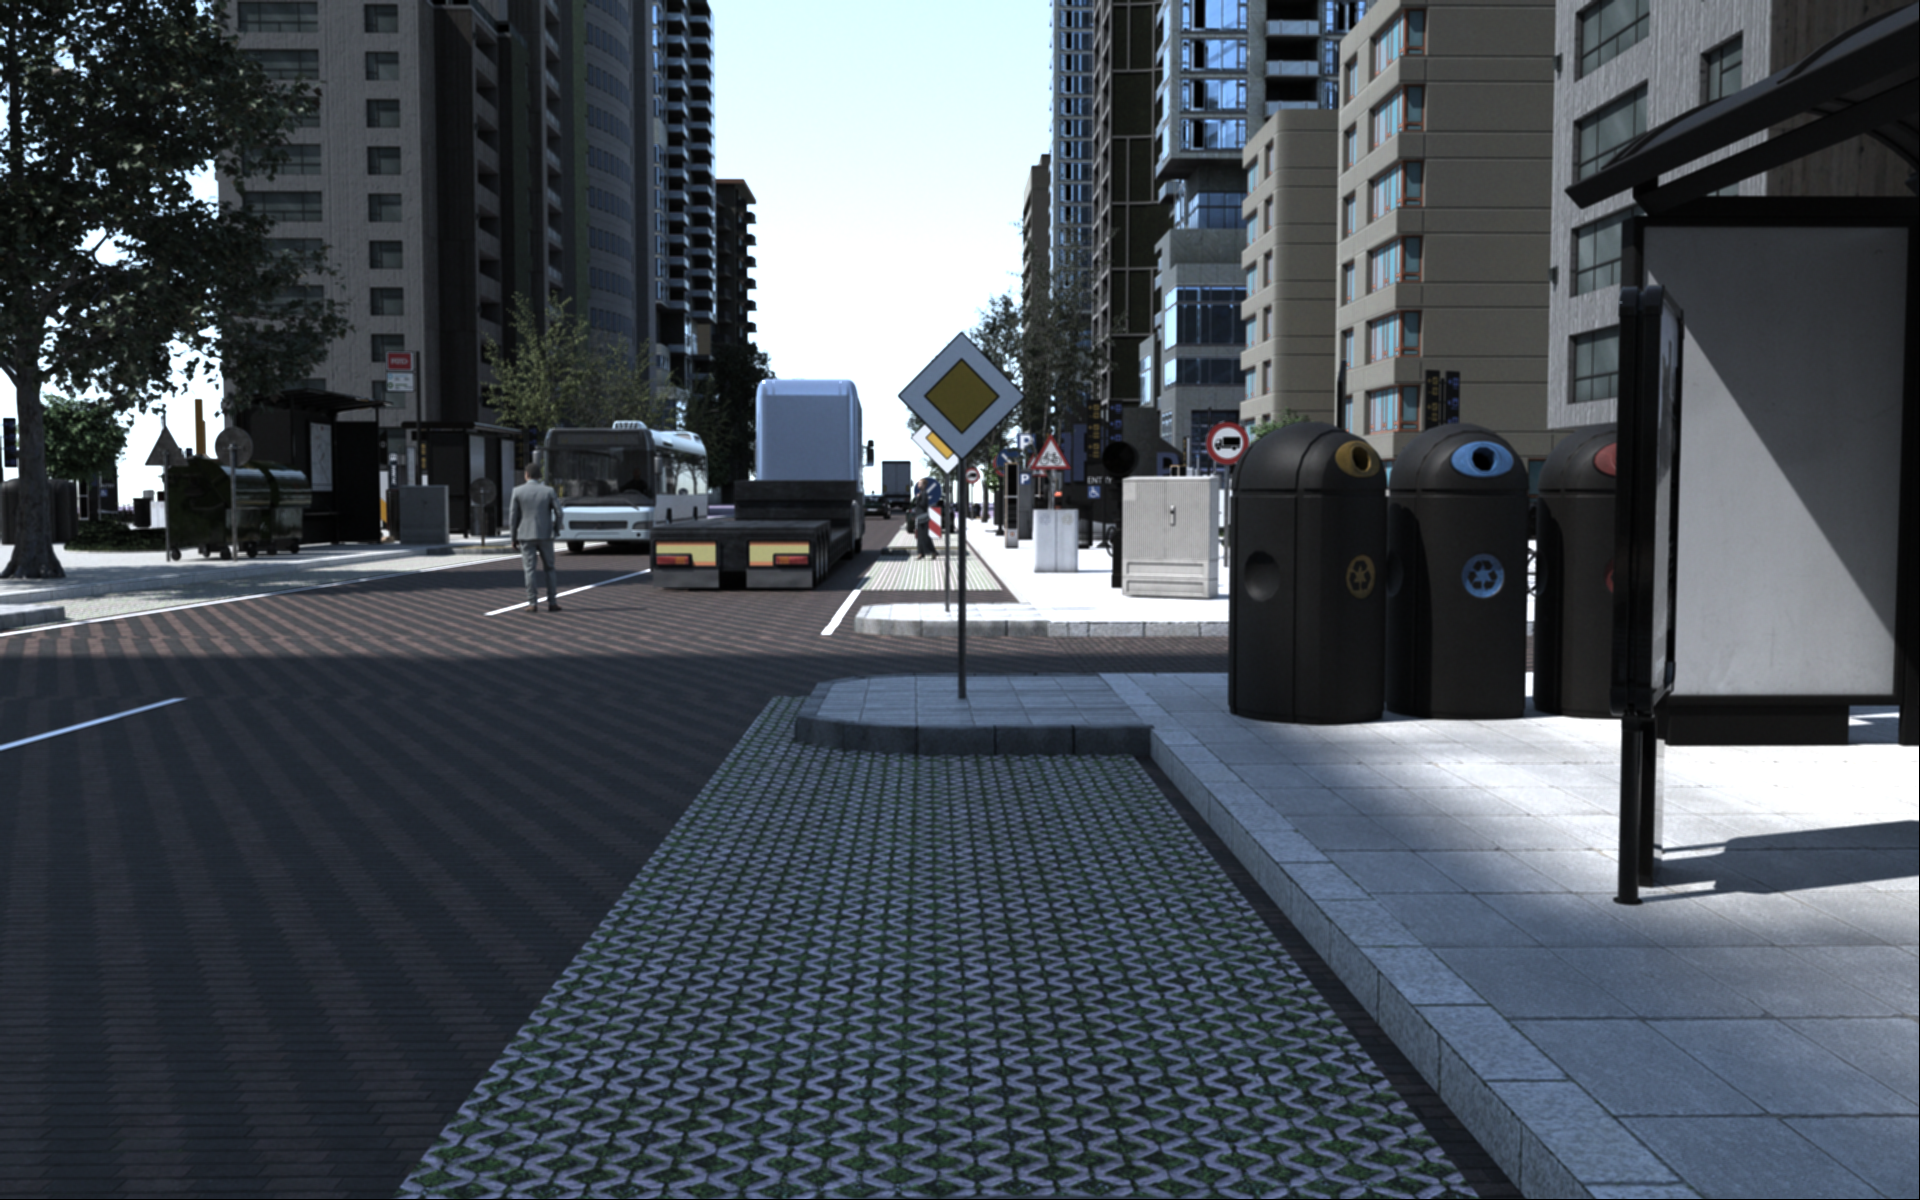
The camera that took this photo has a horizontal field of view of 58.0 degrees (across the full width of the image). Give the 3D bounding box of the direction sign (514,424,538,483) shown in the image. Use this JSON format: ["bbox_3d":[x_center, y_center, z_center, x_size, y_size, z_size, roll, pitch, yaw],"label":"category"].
[{"bbox_3d":[-14.145,-3.946,56.520,0.379,3.537,0.876,3,5,40],"label":"direction sign"}]

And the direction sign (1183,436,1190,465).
[{"bbox_3d":[8.884,-4.650,68.027,0.379,3.537,0.876,0,4,-7],"label":"direction sign"}]

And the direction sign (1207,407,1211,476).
[{"bbox_3d":[6.532,-3.270,45.461,0.379,3.537,0.876,0,4,4],"label":"direction sign"}]

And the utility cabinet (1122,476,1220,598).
[{"bbox_3d":[2.586,-0.775,21.353,1.173,1.500,0.318,2,4,32],"label":"utility cabinet"}]

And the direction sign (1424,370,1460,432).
[{"bbox_3d":[8.857,-2.440,31.883,0.876,3.537,0.379,-2,4,-32],"label":"direction sign"}]

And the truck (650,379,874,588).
[{"bbox_3d":[-3.484,-2.749,34.700,2.967,4.110,18.799,0,4,-1],"label":"truck"}]

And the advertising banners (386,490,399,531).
[{"bbox_3d":[-19.842,-3.945,60.695,2.074,3.025,0.090,0,4,1],"label":"advertising banners"}]

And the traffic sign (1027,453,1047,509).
[{"bbox_3d":[2.299,-3.286,53.724,0.884,2.594,0.081,0,4,0],"label":"traffic sign"}]

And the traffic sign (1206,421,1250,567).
[{"bbox_3d":[4.661,-1.845,30.264,0.768,2.556,0.104,0,4,-1],"label":"traffic sign"}]

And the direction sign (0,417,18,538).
[{"bbox_3d":[-28.351,-3.622,51.212,0.876,3.537,0.379,-1,4,-19],"label":"direction sign"}]

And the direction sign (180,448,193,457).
[{"bbox_3d":[-37.775,-5.652,84.403,0.379,3.537,0.876,3,4,37],"label":"direction sign"}]

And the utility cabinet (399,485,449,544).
[{"bbox_3d":[-13.611,-2.160,43.991,1.173,1.500,0.318,0,4,1],"label":"utility cabinet"}]

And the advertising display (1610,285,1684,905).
[{"bbox_3d":[2.287,-0.034,5.764,0.123,1.923,0.974,2,4,26],"label":"advertising display"}]

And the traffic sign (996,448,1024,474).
[{"bbox_3d":[1.365,-2.902,47.561,0.768,2.556,0.104,0,4,7],"label":"traffic sign"}]

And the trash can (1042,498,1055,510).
[{"bbox_3d":[3.319,-2.896,58.997,0.748,1.137,0.748,0,3,0],"label":"trash can"}]

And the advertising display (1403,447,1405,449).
[{"bbox_3d":[6.280,-1.165,24.264,0.123,1.923,0.974,1,4,18],"label":"advertising display"}]

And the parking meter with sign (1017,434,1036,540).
[{"bbox_3d":[1.841,-3.242,49.270,0.543,3.016,1.738,0,4,5],"label":"parking meter with sign"}]

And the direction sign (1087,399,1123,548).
[{"bbox_3d":[3.464,-3.031,41.548,0.876,3.537,0.379,-1,4,-10],"label":"direction sign"}]

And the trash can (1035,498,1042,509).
[{"bbox_3d":[3.092,-3.124,62.727,0.748,1.137,0.748,0,3,0],"label":"trash can"}]

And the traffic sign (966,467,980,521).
[{"bbox_3d":[0.575,-5.067,82.958,0.768,2.556,0.104,0,4,1],"label":"traffic sign"}]

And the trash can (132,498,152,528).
[{"bbox_3d":[-31.093,-3.316,65.866,0.748,1.137,0.748,0,3,0],"label":"trash can"}]

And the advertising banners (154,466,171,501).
[{"bbox_3d":[-41.999,-5.795,90.934,0.090,3.025,2.074,1,4,18],"label":"advertising banners"}]

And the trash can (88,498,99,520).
[{"bbox_3d":[-31.883,-3.164,63.380,0.748,1.137,0.748,0,3,0],"label":"trash can"}]

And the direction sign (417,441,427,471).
[{"bbox_3d":[-17.754,-4.036,57.989,0.876,3.537,0.379,1,4,12],"label":"direction sign"}]

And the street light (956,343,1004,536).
[{"bbox_3d":[0.699,-4.928,53.107,1.470,5.913,1.316,0,4,-1],"label":"street light"}]

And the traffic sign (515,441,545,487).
[{"bbox_3d":[-16.010,-4.435,66.384,2.265,3.308,0.079,0,4,3],"label":"traffic sign"}]

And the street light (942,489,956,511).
[{"bbox_3d":[-0.092,-7.372,93.076,1.470,5.913,1.316,0,4,-1],"label":"street light"}]

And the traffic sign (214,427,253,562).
[{"bbox_3d":[-13.797,-2.005,32.894,0.768,2.556,0.104,0,4,7],"label":"traffic sign"}]

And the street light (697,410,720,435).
[{"bbox_3d":[-13.953,-7.529,95.633,1.470,5.913,1.316,0,4,-1],"label":"street light"}]

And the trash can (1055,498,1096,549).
[{"bbox_3d":[2.812,-1.771,40.610,0.748,1.137,0.748,0,3,0],"label":"trash can"}]

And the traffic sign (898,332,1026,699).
[{"bbox_3d":[0.010,-0.438,10.812,0.795,2.450,0.064,0,4,-1],"label":"traffic sign"}]

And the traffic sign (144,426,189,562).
[{"bbox_3d":[-15.062,-2.011,32.882,0.884,2.594,0.081,0,4,5],"label":"traffic sign"}]

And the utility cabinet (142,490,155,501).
[{"bbox_3d":[-39.605,-4.639,84.524,0.318,1.500,1.173,-1,4,-13],"label":"utility cabinet"}]

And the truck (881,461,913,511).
[{"bbox_3d":[-5.481,-9.902,150.814,2.839,4.237,11.283,0,4,-1],"label":"truck"}]

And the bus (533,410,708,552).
[{"bbox_3d":[-8.669,-3.129,46.012,2.948,3.499,13.247,0,4,-2],"label":"bus"}]

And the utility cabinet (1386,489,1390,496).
[{"bbox_3d":[12.706,-2.617,51.473,0.318,1.500,1.173,0,4,-3],"label":"utility cabinet"}]

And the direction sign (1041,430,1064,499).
[{"bbox_3d":[3.303,-4.221,61.009,0.876,3.537,0.379,0,4,-1],"label":"direction sign"}]

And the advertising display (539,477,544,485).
[{"bbox_3d":[-15.544,-3.707,65.821,0.974,1.923,0.123,-1,4,-16],"label":"advertising display"}]

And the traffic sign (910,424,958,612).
[{"bbox_3d":[-0.139,-0.927,18.796,0.795,2.450,0.064,0,4,-1],"label":"traffic sign"}]

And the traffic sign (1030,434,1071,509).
[{"bbox_3d":[1.967,-2.296,37.550,0.884,2.594,0.081,0,4,7],"label":"traffic sign"}]

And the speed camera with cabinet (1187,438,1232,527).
[{"bbox_3d":[8.731,-4.063,60.768,2.038,3.252,0.660,1,4,18],"label":"speed camera with cabinet"}]
